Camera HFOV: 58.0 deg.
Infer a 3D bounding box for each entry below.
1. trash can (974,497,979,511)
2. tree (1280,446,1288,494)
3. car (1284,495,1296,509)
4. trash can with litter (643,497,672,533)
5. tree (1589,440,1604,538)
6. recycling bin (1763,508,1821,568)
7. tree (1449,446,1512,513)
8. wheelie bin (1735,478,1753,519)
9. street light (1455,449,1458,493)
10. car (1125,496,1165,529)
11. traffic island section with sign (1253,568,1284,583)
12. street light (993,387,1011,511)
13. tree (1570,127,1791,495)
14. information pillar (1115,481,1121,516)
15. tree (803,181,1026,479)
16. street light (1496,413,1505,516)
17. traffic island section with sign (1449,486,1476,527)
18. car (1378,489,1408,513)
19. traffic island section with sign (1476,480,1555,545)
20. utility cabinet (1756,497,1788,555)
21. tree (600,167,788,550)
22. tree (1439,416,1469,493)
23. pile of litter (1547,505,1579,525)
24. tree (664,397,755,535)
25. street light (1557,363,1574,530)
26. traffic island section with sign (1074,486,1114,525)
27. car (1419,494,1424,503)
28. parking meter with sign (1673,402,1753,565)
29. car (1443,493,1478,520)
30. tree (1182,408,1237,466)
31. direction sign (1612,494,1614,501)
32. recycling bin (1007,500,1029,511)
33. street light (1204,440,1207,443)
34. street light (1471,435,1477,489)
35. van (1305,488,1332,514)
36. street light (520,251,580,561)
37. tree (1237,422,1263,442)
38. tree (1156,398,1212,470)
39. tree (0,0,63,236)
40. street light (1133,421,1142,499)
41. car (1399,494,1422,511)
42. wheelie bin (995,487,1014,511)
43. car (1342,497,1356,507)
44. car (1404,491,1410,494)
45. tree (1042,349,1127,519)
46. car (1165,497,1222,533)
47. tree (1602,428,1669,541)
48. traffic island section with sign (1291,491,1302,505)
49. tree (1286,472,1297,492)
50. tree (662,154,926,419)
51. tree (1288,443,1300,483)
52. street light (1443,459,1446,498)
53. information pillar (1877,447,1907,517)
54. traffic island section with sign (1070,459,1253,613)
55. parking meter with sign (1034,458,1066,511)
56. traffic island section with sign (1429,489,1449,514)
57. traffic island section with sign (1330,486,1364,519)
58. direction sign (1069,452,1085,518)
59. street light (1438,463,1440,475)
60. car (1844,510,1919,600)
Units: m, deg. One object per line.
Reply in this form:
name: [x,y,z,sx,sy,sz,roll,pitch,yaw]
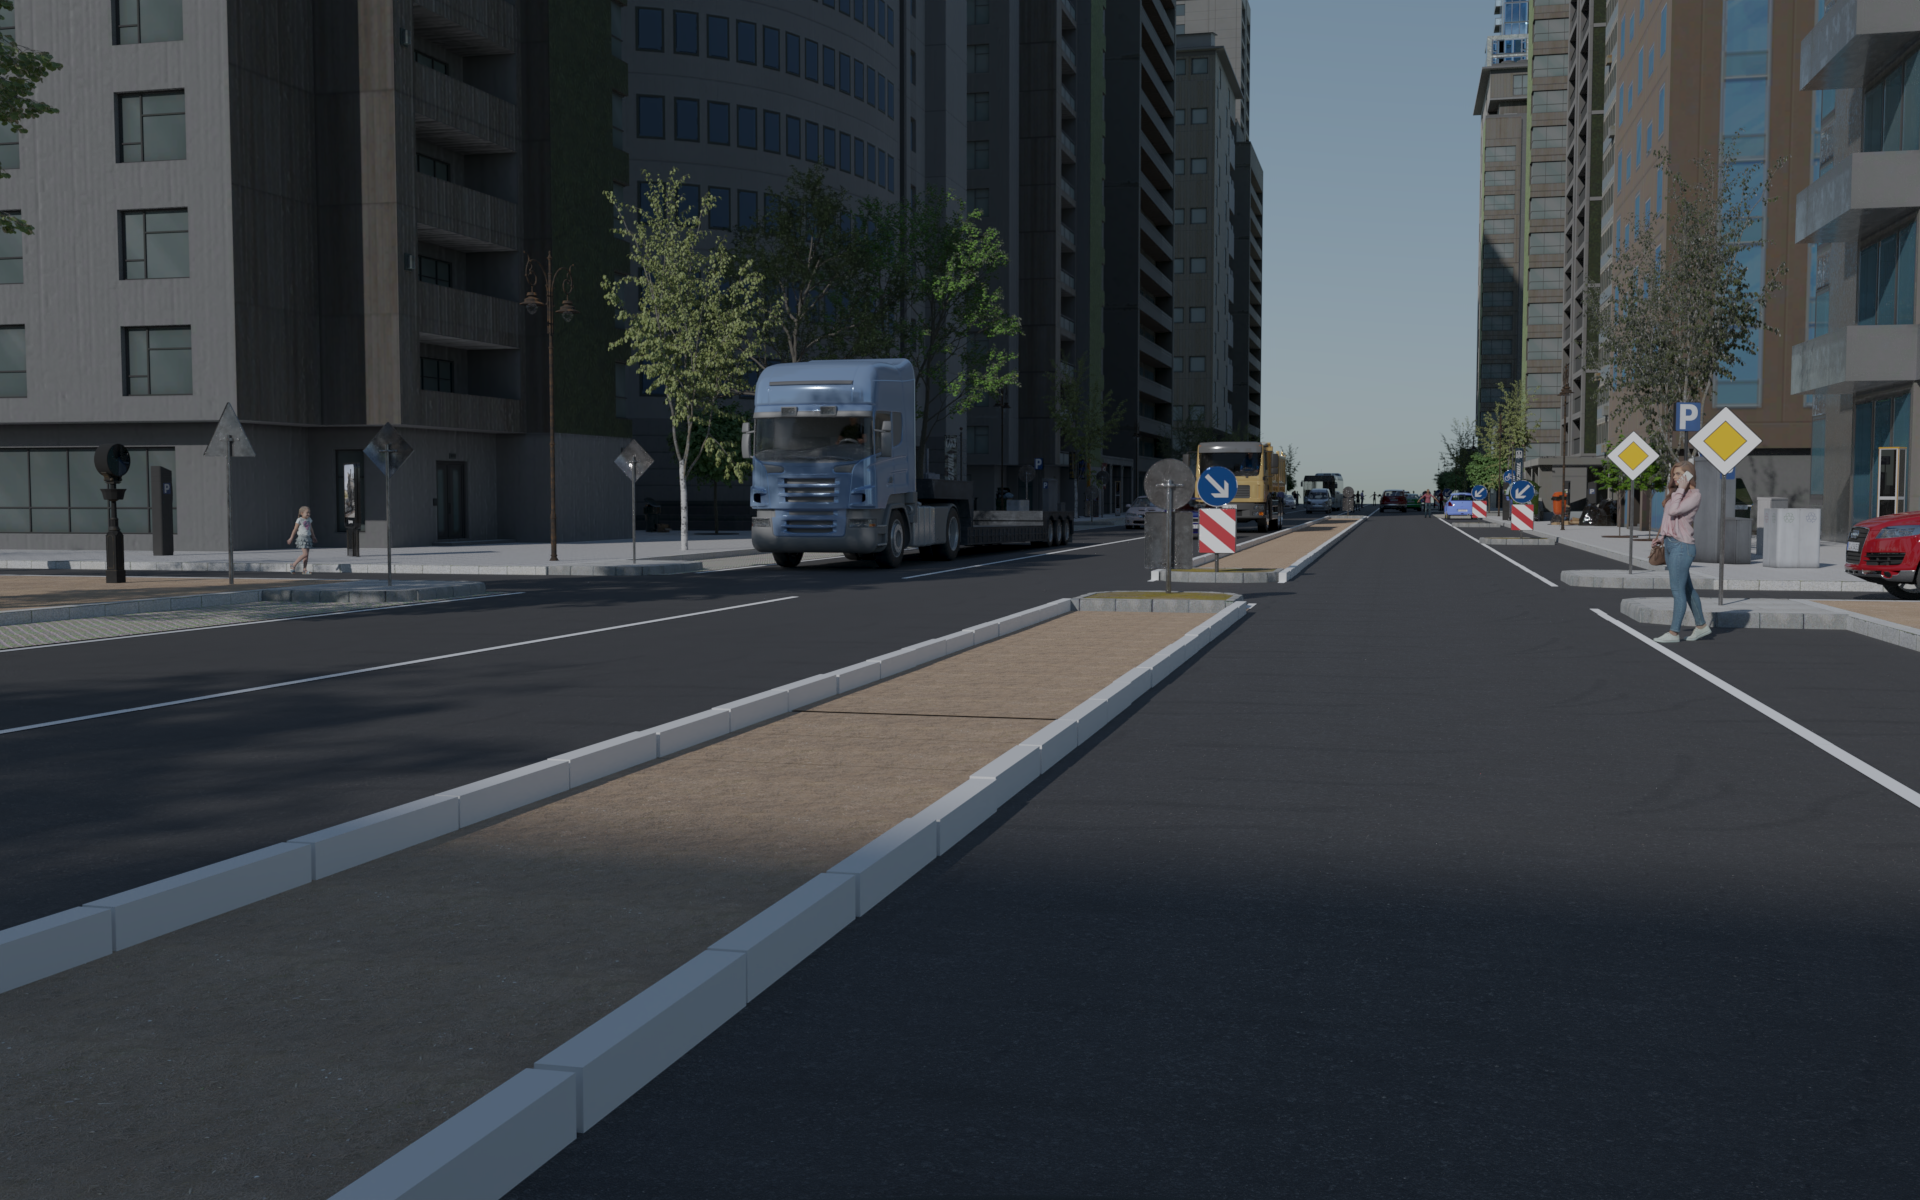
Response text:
trash can: [0.409,-3.737,72.758,0.748,1.137,0.748,0,3,0]
tree: [34.368,-15.311,200.696,4.737,8.622,4.395,0,3,0]
car: [30.715,-9.248,163.564,2.083,1.381,4.827,1,4,13]
trash can with litter: [-10.108,-2.854,58.047,1.055,1.170,0.624,2,4,32]
tree: [19.311,-3.446,50.944,1.663,3.219,1.824,0,3,0]
recycling bin: [14.513,-1.081,30.231,0.722,1.027,0.722,0,4,5]
tree: [35.761,-8.148,116.928,4.285,4.588,4.351,0,3,0]
wheelie bin: [15.056,-1.599,34.046,0.980,1.594,0.693,-1,4,-16]
street light: [49.603,-12.259,173.219,0.468,5.910,1.993,1,4,14]
car: [8.032,-3.669,72.357,2.083,1.381,4.827,1,4,13]
traffic island section with sign: [4.368,-1.273,28.956,2.006,1.907,1.989,1,4,14]
street light: [1.719,-5.976,70.490,0.468,5.910,1.993,1,4,14]
tree: [14.991,-5.215,35.636,4.360,8.622,3.978,0,3,0]
information pillar: [9.129,-5.855,100.215,0.304,2.012,0.304,0,4,3]
tree: [-1.505,-8.155,59.082,9.928,11.665,9.643,0,3,0]
street light: [30.893,-7.727,99.127,0.468,5.910,1.993,1,4,14]
traffic island section with sign: [22.674,-4.127,76.112,1.989,1.847,2.006,1,4,14]
car: [33.993,-7.783,135.924,2.281,1.827,5.304,1,4,13]
traffic island section with sign: [16.057,-2.529,49.979,1.989,1.847,2.006,1,4,14]
utility cabinet: [17.180,-1.557,36.626,0.306,1.237,1.020,3,5,44]
tree: [-6.204,-5.434,39.215,4.737,8.622,4.395,0,3,0]
tree: [47.187,-12.973,162.474,4.737,8.622,4.395,0,3,0]
pile of litter: [25.347,-3.558,72.142,1.719,0.858,1.176,1,4,13]
tree: [-7.753,-4.364,55.068,4.285,4.588,4.351,0,3,0]
street light: [21.412,-5.417,61.353,0.468,5.910,1.993,1,4,14]
traffic island section with sign: [6.043,-4.340,79.591,1.989,1.847,2.006,1,4,14]
car: [65.528,-14.369,244.519,1.945,1.707,3.694,1,4,15]
parking meter with sign: [14.036,-2.199,32.219,0.543,3.016,1.738,-1,4,-15]
car: [28.381,-5.416,98.145,1.945,1.707,3.694,1,4,13]
tree: [21.247,-12.164,149.238,4.737,8.622,4.395,0,3,0]
direction sign: [27.628,-4.971,73.281,0.379,3.537,0.876,1,4,22]
recycling bin: [2.477,-3.769,74.170,0.722,1.027,0.722,3,4,39]
street light: [20.447,-10.496,144.403,0.468,5.910,1.993,1,4,14]
street light: [40.142,-9.953,135.518,0.468,5.910,1.993,1,4,14]
van: [26.441,-7.373,127.565,2.013,2.044,4.112,1,4,16]
street light: [-7.797,-3.688,33.089,0.468,5.910,1.993,1,4,14]
tree: [28.080,-13.676,173.969,4.737,8.622,4.395,0,3,0]
tree: [17.119,-11.137,132.452,4.360,8.622,3.978,0,3,0]
tree: [-12.245,-6.019,16.534,7.486,12.596,7.792,0,3,0]
street light: [10.893,-8.193,106.743,0.468,5.910,1.993,1,4,14]
car: [37.597,-8.311,144.673,1.959,1.807,4.718,1,4,13]
wheelie bin: [2.077,-4.505,81.566,0.980,1.594,0.693,2,4,25]
car: [42.745,-11.088,191.083,2.009,1.686,4.222,1,4,16]
car: [51.836,-11.862,202.608,2.281,1.827,5.304,1,4,16]
tree: [6.107,-8.421,88.045,4.737,8.622,4.395,0,3,0]
car: [7.601,-2.633,55.636,1.945,1.354,3.894,1,4,13]
tree: [18.981,-3.228,47.379,1.663,3.219,1.824,0,3,0]
traffic island section with sign: [45.317,-13.835,234.822,1.989,1.847,2.006,1,4,14]
tree: [48.079,-16.620,255.452,4.285,4.588,4.351,0,3,0]
tree: [-4.704,-6.917,47.510,7.601,10.594,8.767,1,4,17]
tree: [47.201,-18.362,250.586,4.737,8.622,4.395,0,3,0]
street light: [60.783,-14.956,217.317,0.468,5.910,1.993,1,4,14]
information pillar: [14.620,-1.389,27.203,0.304,2.012,0.304,-3,5,-40]
traffic island section with sign: [2.542,-0.834,21.777,2.006,1.907,1.989,1,4,14]
parking meter with sign: [4.422,-5.400,84.543,1.738,3.016,0.543,-3,5,-44]
traffic island section with sign: [34.988,-7.104,124.785,1.989,1.847,2.006,1,4,14]
traffic island section with sign: [22.790,-5.729,101.810,2.006,1.907,1.989,1,4,14]
direction sign: [6.268,-6.165,92.799,0.876,3.537,0.379,0,4,-8]
street light: [70.299,-17.226,254.433,0.468,5.910,1.993,1,4,14]
car: [14.332,-0.832,22.271,5.304,1.827,2.281,1,4,13]
